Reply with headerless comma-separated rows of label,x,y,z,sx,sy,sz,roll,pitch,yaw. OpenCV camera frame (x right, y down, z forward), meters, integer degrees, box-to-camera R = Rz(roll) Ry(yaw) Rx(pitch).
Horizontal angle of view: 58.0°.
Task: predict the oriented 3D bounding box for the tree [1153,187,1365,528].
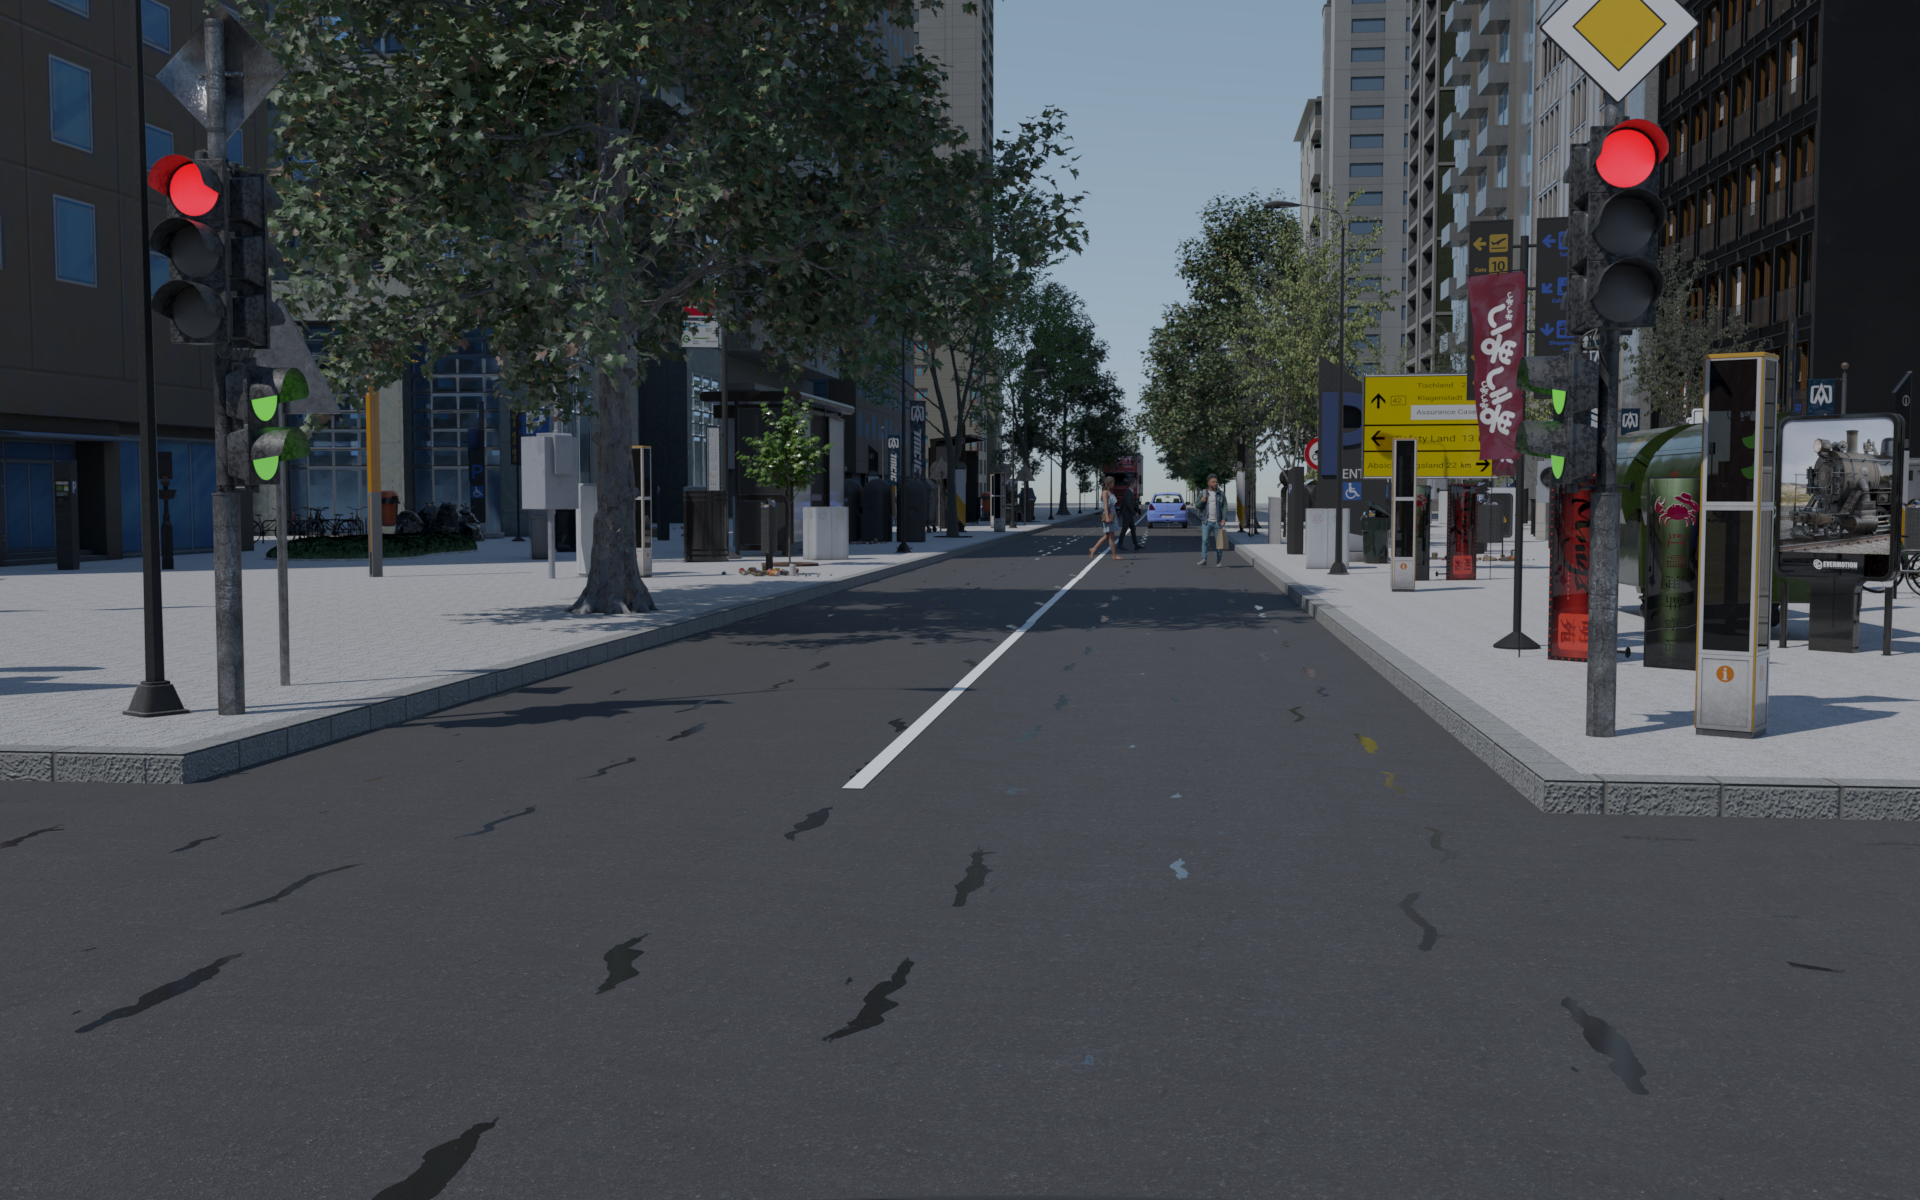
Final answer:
tree,10.791,-9.052,65.010,9.611,12.733,9.660,0,3,0

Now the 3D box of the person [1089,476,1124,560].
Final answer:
person,3.176,-1.772,37.564,0.778,1.811,0.616,1,4,17

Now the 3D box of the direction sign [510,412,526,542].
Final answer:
direction sign,-11.969,-3.356,46.872,0.379,3.537,0.876,0,4,7

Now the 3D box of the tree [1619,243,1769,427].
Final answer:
tree,21.000,-6.131,50.605,4.360,8.622,3.978,0,3,0

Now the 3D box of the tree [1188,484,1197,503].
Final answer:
tree,12.362,-7.808,78.021,4.737,8.622,4.395,0,3,0

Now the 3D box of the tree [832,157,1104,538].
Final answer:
tree,-0.199,-7.655,50.919,9.928,11.665,9.643,0,3,0

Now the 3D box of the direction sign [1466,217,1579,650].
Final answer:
direction sign,4.642,-1.366,14.333,0.876,3.537,0.379,1,4,18

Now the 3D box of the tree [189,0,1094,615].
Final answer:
tree,-3.733,-6.219,18.691,9.611,12.733,9.660,0,3,0

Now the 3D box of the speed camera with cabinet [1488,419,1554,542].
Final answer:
speed camera with cabinet,14.968,-3.162,46.030,2.038,3.252,0.660,1,4,18

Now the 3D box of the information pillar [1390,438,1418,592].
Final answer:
information pillar,5.825,-1.116,22.738,0.304,2.012,0.304,1,4,11

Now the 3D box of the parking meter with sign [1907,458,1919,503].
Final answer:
parking meter with sign,20.190,-2.494,37.031,1.738,3.016,0.543,0,4,8

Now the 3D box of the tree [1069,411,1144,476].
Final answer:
tree,14.944,-14.959,178.996,8.767,10.594,7.601,1,4,13

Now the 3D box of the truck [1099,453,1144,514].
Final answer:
truck,11.315,-8.024,120.100,2.839,4.237,11.283,0,4,8

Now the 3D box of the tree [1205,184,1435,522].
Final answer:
tree,8.249,-5.514,40.509,4.737,8.622,4.395,0,3,0

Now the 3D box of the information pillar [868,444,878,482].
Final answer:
information pillar,-4.081,-5.498,81.247,0.504,3.616,0.183,0,4,-7

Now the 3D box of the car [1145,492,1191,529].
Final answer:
car,8.782,-3.896,73.289,1.945,1.707,3.694,0,4,7

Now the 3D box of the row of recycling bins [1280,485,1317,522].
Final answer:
row of recycling bins,15.864,-4.469,80.187,1.069,1.692,3.534,2,4,35

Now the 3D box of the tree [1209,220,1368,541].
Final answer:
tree,9.090,-5.946,47.584,4.360,8.622,3.978,0,3,0

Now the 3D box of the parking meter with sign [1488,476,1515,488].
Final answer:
parking meter with sign,19.830,-4.091,63.142,0.543,3.016,1.738,-1,4,-23

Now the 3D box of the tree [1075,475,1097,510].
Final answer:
tree,9.887,-8.724,137.238,1.663,3.219,1.824,0,3,0

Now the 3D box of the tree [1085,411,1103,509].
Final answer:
tree,12.448,-12.390,152.940,4.737,8.622,4.395,0,3,0

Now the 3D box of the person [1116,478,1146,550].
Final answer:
person,4.383,-2.203,44.295,0.755,1.850,0.659,0,4,7

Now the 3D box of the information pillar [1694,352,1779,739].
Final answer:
information pillar,4.118,-0.287,9.191,0.304,2.012,0.304,3,4,38

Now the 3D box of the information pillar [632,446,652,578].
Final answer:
information pillar,-4.930,-1.350,26.569,0.304,2.012,0.304,1,4,15

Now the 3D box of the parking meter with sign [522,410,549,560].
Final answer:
parking meter with sign,-8.425,-2.346,34.626,0.543,3.016,1.738,-1,4,-17

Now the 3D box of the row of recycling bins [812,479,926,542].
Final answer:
row of recycling bins,-2.571,-2.423,46.733,3.534,1.692,1.069,1,4,21

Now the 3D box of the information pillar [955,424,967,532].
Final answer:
information pillar,0.014,-4.079,58.047,0.183,3.616,0.504,3,5,40

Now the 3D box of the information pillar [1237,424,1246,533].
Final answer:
information pillar,9.387,-4.067,57.852,0.183,3.616,0.504,-1,4,-14

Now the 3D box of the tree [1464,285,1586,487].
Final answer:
tree,19.696,-6.657,59.210,4.737,8.622,4.395,0,3,0

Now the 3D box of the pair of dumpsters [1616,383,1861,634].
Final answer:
pair of dumpsters,7.387,-0.888,17.012,1.574,2.255,4.437,0,4,7

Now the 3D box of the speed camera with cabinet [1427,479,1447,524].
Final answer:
speed camera with cabinet,20.636,-4.860,73.789,0.660,3.252,2.038,-1,4,-13

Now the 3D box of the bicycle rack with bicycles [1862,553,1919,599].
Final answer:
bicycle rack with bicycles,12.619,-0.492,21.428,2.925,0.926,2.852,3,5,41

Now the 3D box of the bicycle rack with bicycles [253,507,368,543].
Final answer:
bicycle rack with bicycles,-16.890,-1.957,45.373,2.925,0.926,2.852,1,4,18

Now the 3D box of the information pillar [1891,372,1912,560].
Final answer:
information pillar,18.000,-2.558,33.183,0.504,3.616,0.183,-2,4,-28

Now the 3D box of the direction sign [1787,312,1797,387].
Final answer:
direction sign,10.520,-1.834,21.978,0.379,3.537,0.876,2,4,30

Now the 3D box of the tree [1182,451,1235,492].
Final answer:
tree,16.166,-7.844,111.967,4.285,4.588,4.351,0,3,0

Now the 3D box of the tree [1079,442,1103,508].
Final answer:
tree,12.899,-12.796,159.571,4.360,8.622,3.978,0,3,0

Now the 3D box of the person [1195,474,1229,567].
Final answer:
person,4.948,-1.540,33.656,0.794,1.824,0.713,2,4,30

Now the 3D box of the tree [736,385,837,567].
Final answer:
tree,-3.075,-2.229,31.039,1.663,3.219,1.824,0,3,0

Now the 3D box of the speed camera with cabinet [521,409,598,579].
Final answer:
speed camera with cabinet,-5.852,-1.996,26.964,0.660,3.252,2.038,3,4,36

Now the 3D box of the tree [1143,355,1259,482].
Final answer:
tree,19.442,-14.152,138.037,9.857,13.997,8.962,0,3,0

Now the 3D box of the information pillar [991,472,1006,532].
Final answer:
information pillar,1.343,-3.308,58.578,0.304,2.012,0.304,2,4,31

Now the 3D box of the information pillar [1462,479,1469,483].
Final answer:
information pillar,23.864,-4.729,81.813,0.304,2.012,0.304,2,4,24

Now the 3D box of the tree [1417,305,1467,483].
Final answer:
tree,19.978,-7.234,68.637,4.360,8.622,3.978,0,3,0
